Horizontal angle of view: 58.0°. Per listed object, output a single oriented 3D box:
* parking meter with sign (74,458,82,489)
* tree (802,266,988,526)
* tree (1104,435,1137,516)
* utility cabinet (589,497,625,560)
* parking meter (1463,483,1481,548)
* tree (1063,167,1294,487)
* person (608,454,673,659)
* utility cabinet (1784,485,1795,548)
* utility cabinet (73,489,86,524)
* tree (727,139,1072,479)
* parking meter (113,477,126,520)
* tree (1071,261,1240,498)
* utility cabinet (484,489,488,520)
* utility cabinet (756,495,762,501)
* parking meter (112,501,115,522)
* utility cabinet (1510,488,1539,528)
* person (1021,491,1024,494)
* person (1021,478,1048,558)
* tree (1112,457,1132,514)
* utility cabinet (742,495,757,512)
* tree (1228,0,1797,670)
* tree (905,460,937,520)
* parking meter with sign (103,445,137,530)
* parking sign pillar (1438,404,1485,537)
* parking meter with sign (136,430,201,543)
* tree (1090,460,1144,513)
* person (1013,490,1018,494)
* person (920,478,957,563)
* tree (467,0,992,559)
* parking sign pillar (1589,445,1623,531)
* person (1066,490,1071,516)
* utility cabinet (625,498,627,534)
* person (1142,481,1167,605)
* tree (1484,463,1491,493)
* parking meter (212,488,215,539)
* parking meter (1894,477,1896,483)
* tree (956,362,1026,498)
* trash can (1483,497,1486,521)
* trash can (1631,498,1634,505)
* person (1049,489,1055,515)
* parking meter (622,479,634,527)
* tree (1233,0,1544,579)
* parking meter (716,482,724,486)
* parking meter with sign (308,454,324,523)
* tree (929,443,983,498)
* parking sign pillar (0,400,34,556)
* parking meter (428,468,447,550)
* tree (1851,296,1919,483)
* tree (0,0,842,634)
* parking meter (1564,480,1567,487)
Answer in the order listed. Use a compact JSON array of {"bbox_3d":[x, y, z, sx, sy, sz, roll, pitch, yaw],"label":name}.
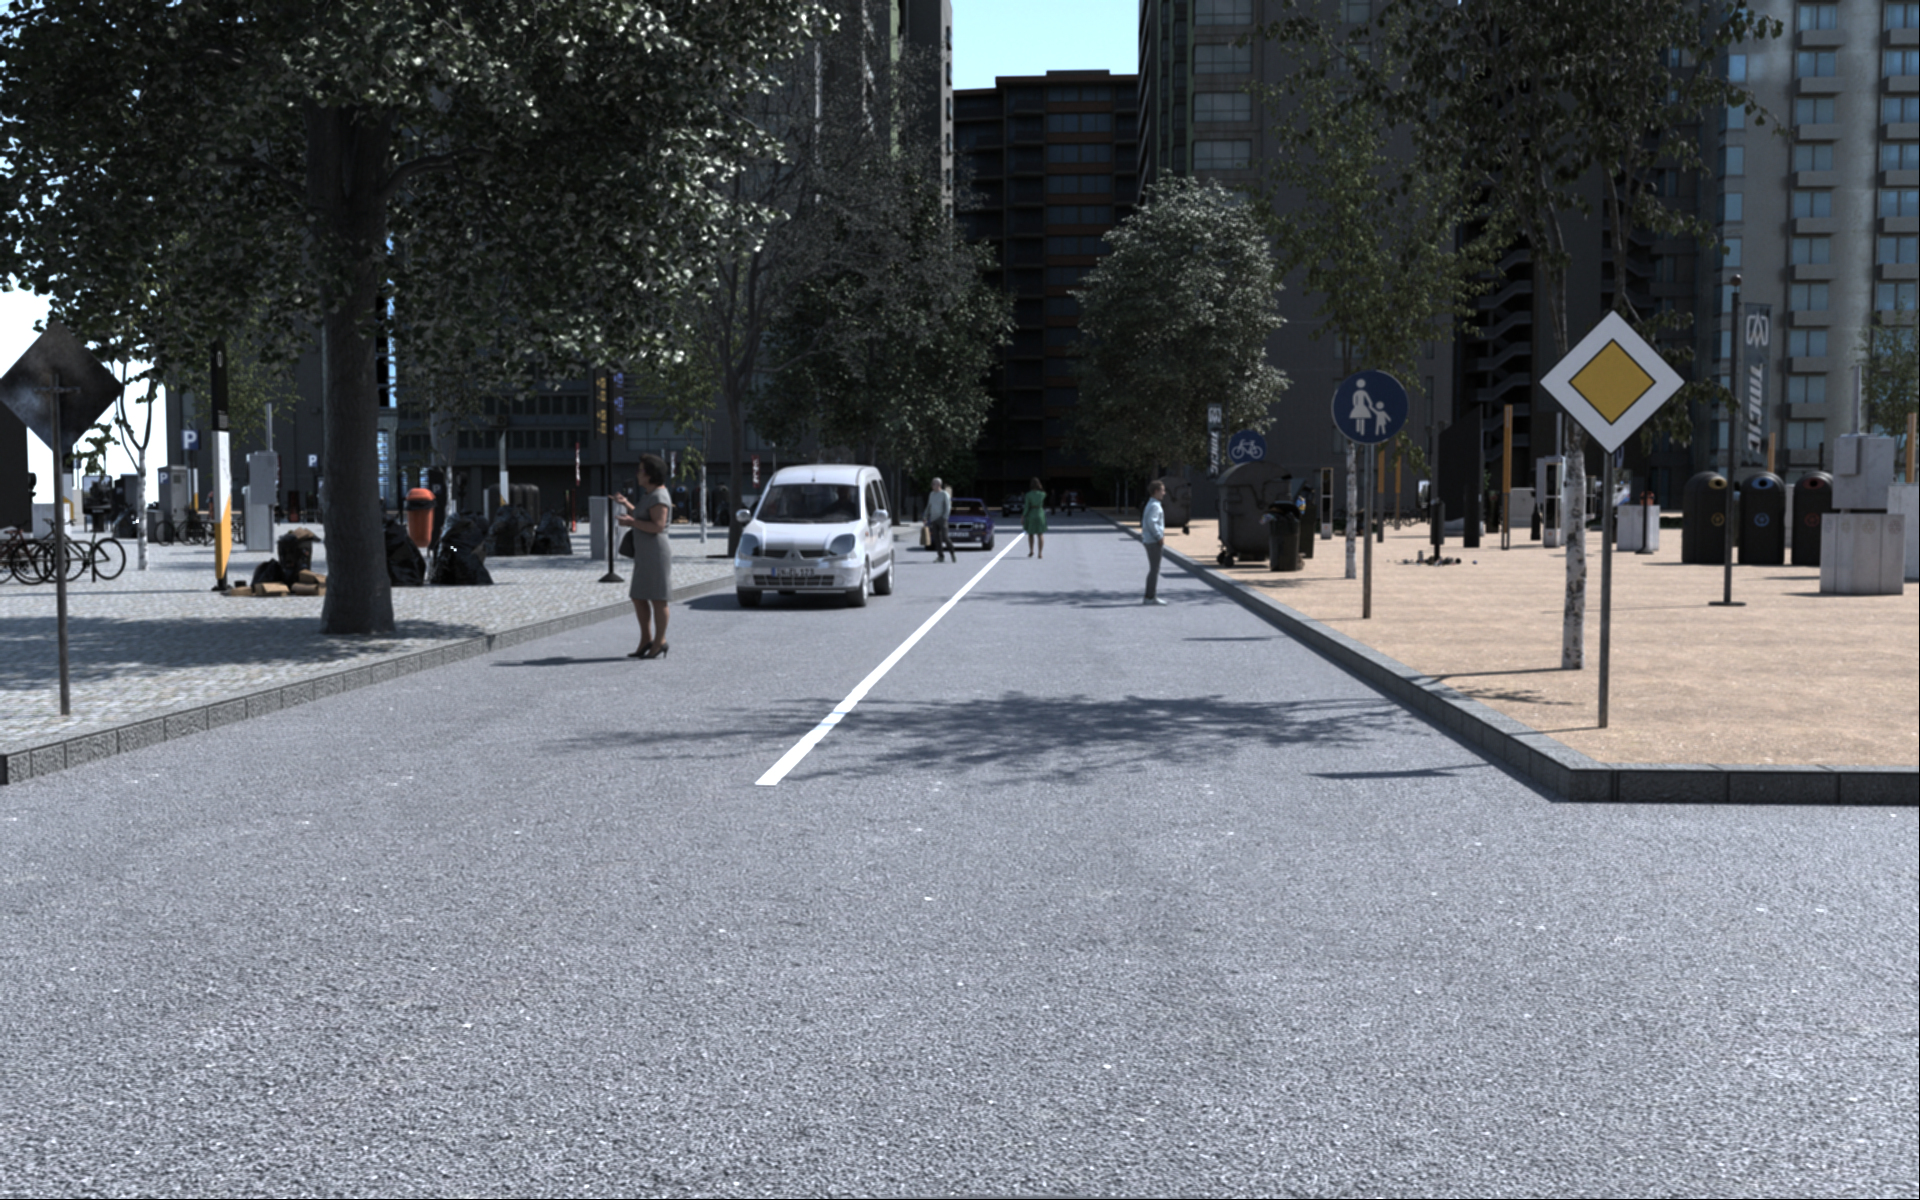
[{"bbox_3d":[-41.643,-5.325,83.330,0.543,3.016,1.738,2,4,31],"label":"parking meter with sign"},{"bbox_3d":[-2.678,-8.754,68.884,9.928,11.665,9.643,0,3,0],"label":"tree"},{"bbox_3d":[9.515,-9.193,100.670,4.737,8.622,4.395,0,3,0],"label":"tree"},{"bbox_3d":[-6.993,-1.413,34.270,0.306,1.237,1.020,0,4,8],"label":"utility cabinet"},{"bbox_3d":[12.263,-2.022,41.475,0.372,1.533,0.369,0,3,0],"label":"parking meter"},{"bbox_3d":[8.775,-9.946,69.272,9.857,13.997,8.962,0,3,0],"label":"tree"},{"bbox_3d":[-2.798,-0.383,15.116,0.532,1.782,0.716,-1,4,-22],"label":"person"},{"bbox_3d":[20.068,-1.970,40.882,1.173,1.500,0.318,-1,4,-15],"label":"utility cabinet"},{"bbox_3d":[-37.152,-3.894,72.349,0.318,1.500,1.173,2,4,29],"label":"utility cabinet"},{"bbox_3d":[-2.873,-8.454,55.225,9.611,12.733,9.660,0,3,0],"label":"tree"},{"bbox_3d":[-29.185,-3.329,60.137,0.399,1.863,0.255,-2,4,-26],"label":"parking meter"},{"bbox_3d":[9.285,-10.176,83.378,9.611,12.733,9.660,0,3,0],"label":"tree"},{"bbox_3d":[-21.532,-4.389,80.446,1.173,1.500,0.318,1,4,22],"label":"utility cabinet"},{"bbox_3d":[-7.686,-3.642,70.712,1.020,1.237,0.306,0,4,2],"label":"utility cabinet"},{"bbox_3d":[-39.209,-4.405,80.439,0.372,1.533,0.369,0,3,0],"label":"parking meter"},{"bbox_3d":[21.231,-3.460,65.242,0.318,1.500,1.173,-2,4,-35],"label":"utility cabinet"},{"bbox_3d":[5.518,-8.914,155.030,0.721,1.735,1.217,1,4,23],"label":"person"},{"bbox_3d":[1.681,-1.835,38.743,0.600,1.795,0.529,-1,4,-17],"label":"person"},{"bbox_3d":[10.357,-9.840,111.242,4.360,8.622,3.978,0,3,0],"label":"tree"},{"bbox_3d":[-9.941,-4.268,80.951,1.020,1.237,0.306,2,4,26],"label":"utility cabinet"},{"bbox_3d":[4.303,-3.790,12.327,4.360,8.622,3.978,0,3,0],"label":"tree"},{"bbox_3d":[-1.999,-5.659,87.126,1.663,3.219,1.824,0,3,0],"label":"tree"},{"bbox_3d":[-29.587,-4.011,61.838,1.738,3.016,0.543,-2,4,-25],"label":"parking meter with sign"},{"bbox_3d":[15.159,-3.910,52.397,1.447,3.967,1.447,3,4,36],"label":"parking sign pillar"},{"bbox_3d":[-20.988,-3.048,46.095,0.543,3.016,1.738,1,4,14],"label":"parking meter with sign"},{"bbox_3d":[10.977,-8.237,118.386,4.285,4.588,4.351,0,3,0],"label":"tree"},{"bbox_3d":[4.558,-8.274,143.800,1.348,1.821,0.705,-1,4,-21],"label":"person"},{"bbox_3d":[-0.480,-1.674,36.350,0.782,1.767,0.515,3,4,38],"label":"person"},{"bbox_3d":[-4.472,-7.580,34.299,12.009,13.543,11.850,0,3,0],"label":"tree"},{"bbox_3d":[22.717,-4.392,60.285,1.447,3.967,1.447,2,4,32],"label":"parking sign pillar"},{"bbox_3d":[7.095,-6.336,113.019,0.530,1.710,0.541,2,4,31],"label":"person"},{"bbox_3d":[-8.054,-1.744,39.678,1.020,1.237,0.306,3,5,40],"label":"utility cabinet"},{"bbox_3d":[2.516,-0.738,22.377,0.330,1.601,0.589,0,4,6],"label":"person"},{"bbox_3d":[22.781,-4.996,76.286,1.663,3.219,1.824,0,3,0],"label":"tree"},{"bbox_3d":[-20.987,-2.491,49.142,0.372,1.533,0.369,0,3,0],"label":"parking meter"},{"bbox_3d":[31.531,-3.239,58.667,0.255,1.863,0.399,3,4,36],"label":"parking meter"},{"bbox_3d":[1.116,-11.303,119.214,7.601,10.594,8.767,0,4,8],"label":"tree"},{"bbox_3d":[25.019,-4.304,82.027,0.748,1.137,0.748,0,3,0],"label":"trash can"},{"bbox_3d":[27.270,-3.633,71.058,0.748,1.137,0.748,0,3,0],"label":"trash can"},{"bbox_3d":[6.392,-6.773,119.797,0.434,1.755,0.990,0,4,-5],"label":"person"},{"bbox_3d":[-12.892,-3.768,67.324,0.399,1.863,0.255,-3,5,-43],"label":"parking meter"},{"bbox_3d":[6.117,-4.618,25.873,4.737,8.622,4.395,0,3,0],"label":"tree"},{"bbox_3d":[-11.588,-4.761,83.545,0.399,1.863,0.255,-1,4,-13],"label":"parking meter"},{"bbox_3d":[-28.096,-4.933,76.907,0.543,3.016,1.738,1,4,21],"label":"parking meter with sign"},{"bbox_3d":[-0.223,-7.183,101.149,4.285,4.588,4.351,0,3,0],"label":"tree"},{"bbox_3d":[-20.404,-2.938,36.507,1.447,3.967,1.447,3,5,41],"label":"parking sign pillar"},{"bbox_3d":[-11.917,-2.070,39.551,0.399,1.863,0.255,-1,4,-10],"label":"parking meter"},{"bbox_3d":[35.524,-7.025,65.215,4.737,8.622,4.395,0,3,0],"label":"tree"},{"bbox_3d":[-5.523,-6.675,15.793,9.857,13.997,8.962,0,3,0],"label":"tree"},{"bbox_3d":[24.080,-3.871,69.002,0.399,1.863,0.255,-1,4,-9],"label":"parking meter"}]
